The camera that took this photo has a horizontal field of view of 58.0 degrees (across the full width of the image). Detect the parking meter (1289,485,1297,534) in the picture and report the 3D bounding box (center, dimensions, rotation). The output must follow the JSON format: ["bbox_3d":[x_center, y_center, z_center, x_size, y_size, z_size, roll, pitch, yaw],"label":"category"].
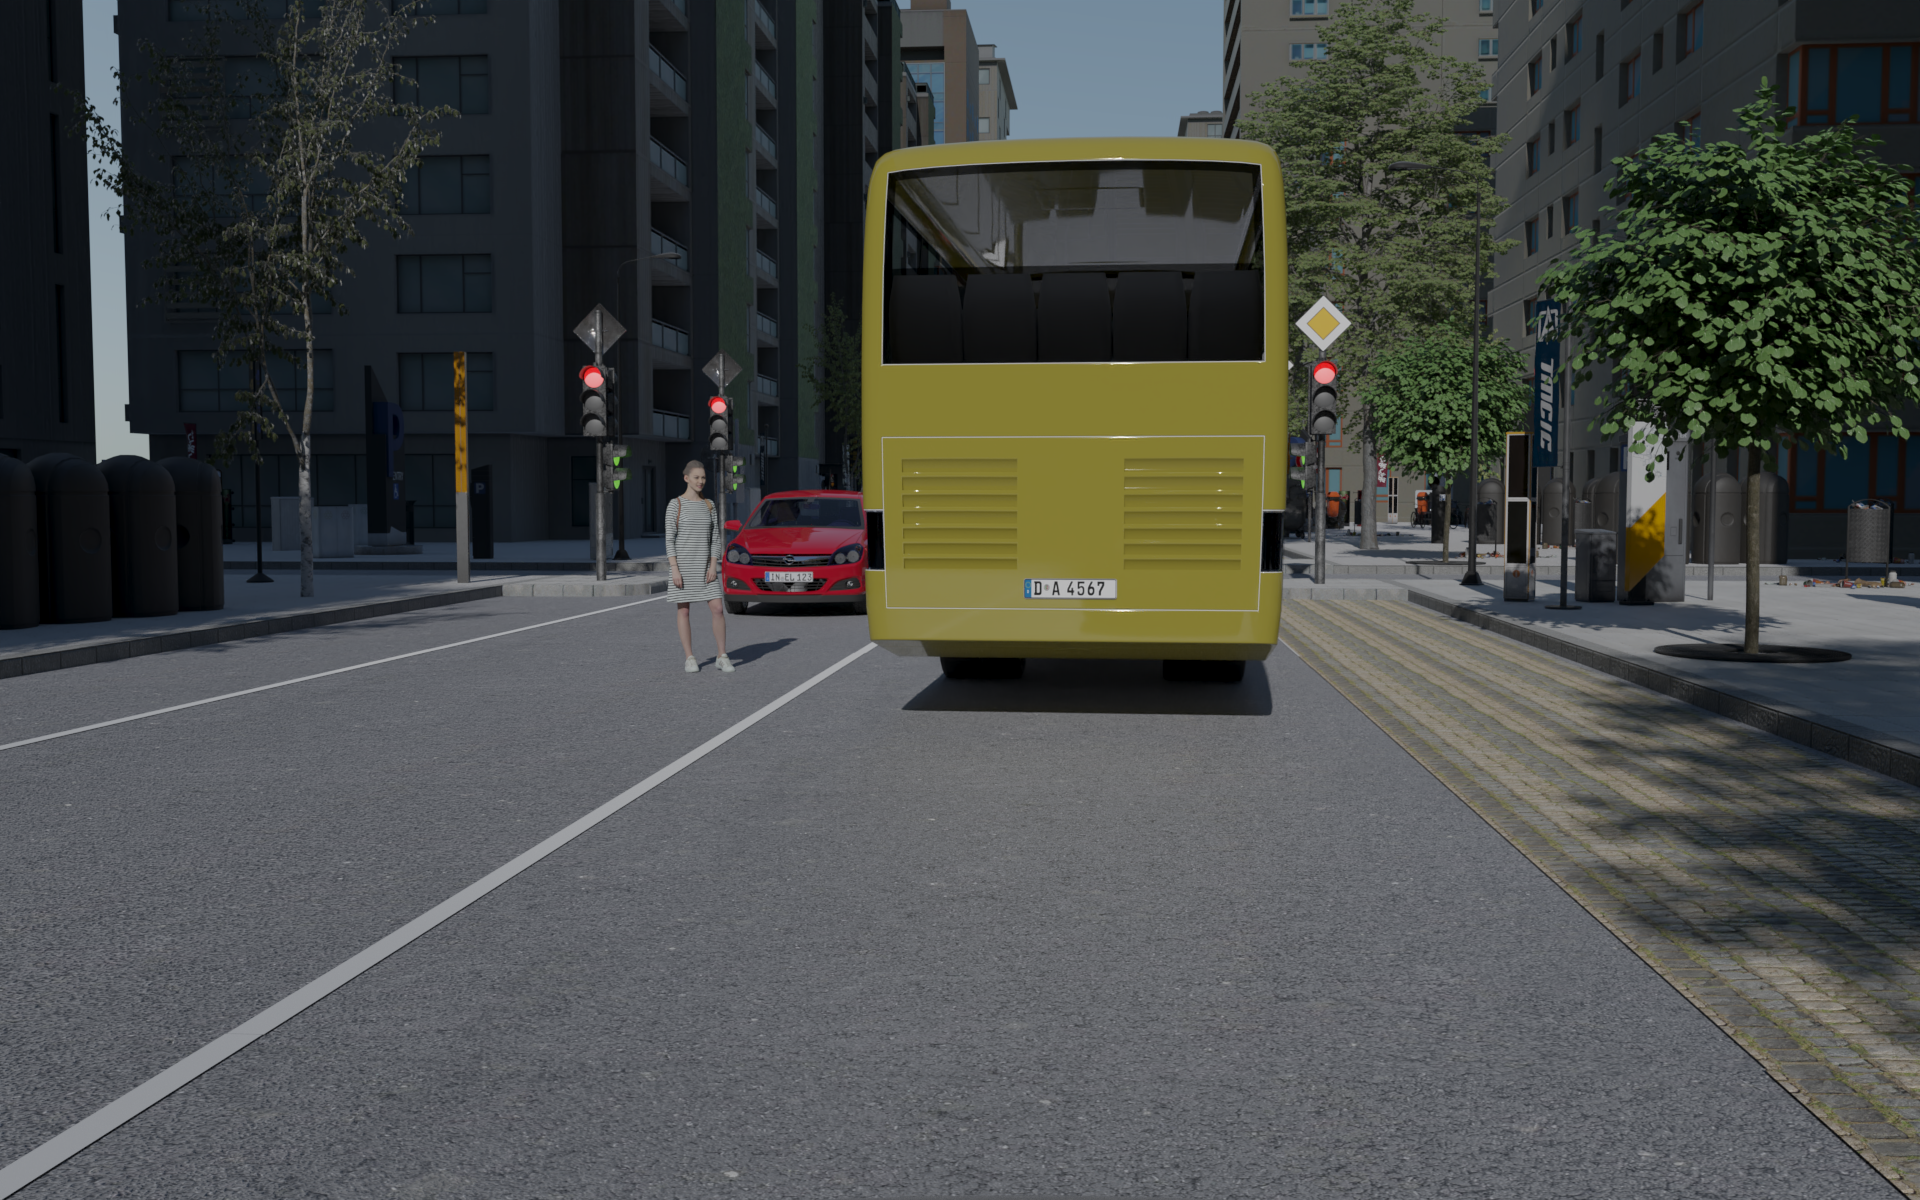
[{"bbox_3d":[10.757,-3.100,56.402,0.399,1.863,0.255,1,4,18],"label":"parking meter"}]

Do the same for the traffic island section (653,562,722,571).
[{"bbox_3d":[-4.623,-0.695,33.649,2.009,0.180,2.903,0,4,5],"label":"traffic island section"}]

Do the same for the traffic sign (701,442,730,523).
[{"bbox_3d":[-5.853,-2.530,41.472,0.768,2.556,0.104,1,4,13],"label":"traffic sign"}]

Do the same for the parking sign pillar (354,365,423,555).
[{"bbox_3d":[-12.257,-2.967,36.977,1.447,3.967,1.447,0,4,0],"label":"parking sign pillar"}]

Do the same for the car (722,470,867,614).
[{"bbox_3d":[-1.843,-0.794,22.018,2.155,1.783,4.494,0,4,3],"label":"car"}]

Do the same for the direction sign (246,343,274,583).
[{"bbox_3d":[-10.176,-2.023,25.080,0.379,3.537,0.876,-2,4,-31],"label":"direction sign"}]

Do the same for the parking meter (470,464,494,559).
[{"bbox_3d":[-9.470,-1.748,34.297,0.399,1.863,0.255,0,4,5],"label":"parking meter"}]

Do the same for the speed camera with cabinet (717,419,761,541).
[{"bbox_3d":[-5.902,-3.174,46.224,0.660,3.252,2.038,1,4,11],"label":"speed camera with cabinet"}]

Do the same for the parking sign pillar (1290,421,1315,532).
[{"bbox_3d":[11.480,-4.309,58.920,1.447,3.967,1.447,-1,4,-22],"label":"parking sign pillar"}]

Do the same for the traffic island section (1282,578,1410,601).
[{"bbox_3d":[5.162,-0.151,24.753,2.009,0.180,2.903,0,4,5],"label":"traffic island section"}]

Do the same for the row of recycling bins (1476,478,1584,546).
[{"bbox_3d":[14.693,-2.232,43.610,3.534,1.692,1.069,3,4,36],"label":"row of recycling bins"}]

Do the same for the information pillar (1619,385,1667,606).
[{"bbox_3d":[7.893,-1.747,19.916,0.504,3.616,0.183,-1,4,-17],"label":"information pillar"}]

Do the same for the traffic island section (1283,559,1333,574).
[{"bbox_3d":[5.876,-0.638,32.706,2.009,0.180,2.903,0,4,5],"label":"traffic island section"}]

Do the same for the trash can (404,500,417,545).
[{"bbox_3d":[-12.658,-1.683,39.165,0.748,1.137,0.748,0,3,0],"label":"trash can"}]

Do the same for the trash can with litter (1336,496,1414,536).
[{"bbox_3d":[12.683,-2.556,52.844,2.233,1.210,1.678,1,4,20],"label":"trash can with litter"}]

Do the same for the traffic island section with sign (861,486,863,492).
[{"bbox_3d":[-2.784,-2.787,54.190,1.989,1.847,2.006,0,4,5],"label":"traffic island section with sign"}]

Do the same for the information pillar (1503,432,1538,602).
[{"bbox_3d":[6.691,-0.988,20.654,0.304,2.012,0.304,2,4,34],"label":"information pillar"}]

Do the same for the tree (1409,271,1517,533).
[{"bbox_3d":[15.907,-6.469,56.136,4.737,8.622,4.395,0,3,0],"label":"tree"}]

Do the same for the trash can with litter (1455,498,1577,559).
[{"bbox_3d":[10.980,-1.460,34.923,2.233,1.210,1.678,0,4,3],"label":"trash can with litter"}]

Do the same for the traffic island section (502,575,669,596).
[{"bbox_3d":[-5.337,-0.209,25.696,2.009,0.180,2.903,0,4,5],"label":"traffic island section"}]

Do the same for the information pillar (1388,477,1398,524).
[{"bbox_3d":[18.568,-4.268,74.273,0.304,2.012,0.304,-2,4,-31],"label":"information pillar"}]

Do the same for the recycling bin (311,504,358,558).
[{"bbox_3d":[-12.720,-1.369,34.942,0.722,1.027,0.722,-3,5,-43],"label":"recycling bin"}]

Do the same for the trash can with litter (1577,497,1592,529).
[{"bbox_3d":[14.232,-1.812,40.690,2.233,1.210,1.678,-1,4,-22],"label":"trash can with litter"}]

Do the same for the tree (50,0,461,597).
[{"bbox_3d":[-8.399,-4.343,21.376,4.360,8.622,3.978,0,3,0],"label":"tree"}]

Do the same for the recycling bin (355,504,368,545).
[{"bbox_3d":[-14.687,-1.857,42.918,0.722,1.027,0.722,-3,4,-36],"label":"recycling bin"}]

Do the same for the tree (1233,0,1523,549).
[{"bbox_3d":[9.175,-7.437,39.717,7.486,12.596,7.792,0,3,0],"label":"tree"}]

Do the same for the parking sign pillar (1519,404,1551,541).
[{"bbox_3d":[15.948,-3.657,48.265,1.447,3.967,1.447,-1,4,-10],"label":"parking sign pillar"}]

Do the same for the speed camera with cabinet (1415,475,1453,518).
[{"bbox_3d":[20.497,-4.923,74.834,2.038,3.252,0.660,-3,5,-41],"label":"speed camera with cabinet"}]

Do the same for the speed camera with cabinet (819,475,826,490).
[{"bbox_3d":[-7.247,-5.569,85.390,0.660,3.252,2.038,1,4,19],"label":"speed camera with cabinet"}]

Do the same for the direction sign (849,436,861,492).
[{"bbox_3d":[-3.915,-4.653,68.068,0.876,3.537,0.379,1,4,8],"label":"direction sign"}]

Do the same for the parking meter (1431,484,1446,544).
[{"bbox_3d":[12.400,-2.228,44.843,0.372,1.533,0.369,0,3,0],"label":"parking meter"}]

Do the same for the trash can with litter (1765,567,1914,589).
[{"bbox_3d":[12.185,-0.799,24.117,2.233,1.210,1.678,1,4,18],"label":"trash can with litter"}]

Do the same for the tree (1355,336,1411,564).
[{"bbox_3d":[8.869,-2.937,31.726,4.285,4.588,4.351,0,3,0],"label":"tree"}]

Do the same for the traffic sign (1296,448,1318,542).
[{"bbox_3d":[9.282,-2.803,45.928,0.768,2.556,0.104,1,4,11],"label":"traffic sign"}]

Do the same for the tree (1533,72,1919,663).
[{"bbox_3d":[6.304,-1.838,13.769,4.285,4.588,4.351,0,3,0],"label":"tree"}]

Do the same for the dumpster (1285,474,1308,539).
[{"bbox_3d":[9.429,-2.725,50.308,1.264,1.857,1.865,0,4,5],"label":"dumpster"}]

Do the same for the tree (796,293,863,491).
[{"bbox_3d":[-3.905,-6.950,63.995,4.737,8.622,4.395,0,3,0],"label":"tree"}]

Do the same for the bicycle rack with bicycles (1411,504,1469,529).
[{"bbox_3d":[18.214,-3.122,64.431,2.852,0.926,2.925,0,4,2],"label":"bicycle rack with bicycles"}]
